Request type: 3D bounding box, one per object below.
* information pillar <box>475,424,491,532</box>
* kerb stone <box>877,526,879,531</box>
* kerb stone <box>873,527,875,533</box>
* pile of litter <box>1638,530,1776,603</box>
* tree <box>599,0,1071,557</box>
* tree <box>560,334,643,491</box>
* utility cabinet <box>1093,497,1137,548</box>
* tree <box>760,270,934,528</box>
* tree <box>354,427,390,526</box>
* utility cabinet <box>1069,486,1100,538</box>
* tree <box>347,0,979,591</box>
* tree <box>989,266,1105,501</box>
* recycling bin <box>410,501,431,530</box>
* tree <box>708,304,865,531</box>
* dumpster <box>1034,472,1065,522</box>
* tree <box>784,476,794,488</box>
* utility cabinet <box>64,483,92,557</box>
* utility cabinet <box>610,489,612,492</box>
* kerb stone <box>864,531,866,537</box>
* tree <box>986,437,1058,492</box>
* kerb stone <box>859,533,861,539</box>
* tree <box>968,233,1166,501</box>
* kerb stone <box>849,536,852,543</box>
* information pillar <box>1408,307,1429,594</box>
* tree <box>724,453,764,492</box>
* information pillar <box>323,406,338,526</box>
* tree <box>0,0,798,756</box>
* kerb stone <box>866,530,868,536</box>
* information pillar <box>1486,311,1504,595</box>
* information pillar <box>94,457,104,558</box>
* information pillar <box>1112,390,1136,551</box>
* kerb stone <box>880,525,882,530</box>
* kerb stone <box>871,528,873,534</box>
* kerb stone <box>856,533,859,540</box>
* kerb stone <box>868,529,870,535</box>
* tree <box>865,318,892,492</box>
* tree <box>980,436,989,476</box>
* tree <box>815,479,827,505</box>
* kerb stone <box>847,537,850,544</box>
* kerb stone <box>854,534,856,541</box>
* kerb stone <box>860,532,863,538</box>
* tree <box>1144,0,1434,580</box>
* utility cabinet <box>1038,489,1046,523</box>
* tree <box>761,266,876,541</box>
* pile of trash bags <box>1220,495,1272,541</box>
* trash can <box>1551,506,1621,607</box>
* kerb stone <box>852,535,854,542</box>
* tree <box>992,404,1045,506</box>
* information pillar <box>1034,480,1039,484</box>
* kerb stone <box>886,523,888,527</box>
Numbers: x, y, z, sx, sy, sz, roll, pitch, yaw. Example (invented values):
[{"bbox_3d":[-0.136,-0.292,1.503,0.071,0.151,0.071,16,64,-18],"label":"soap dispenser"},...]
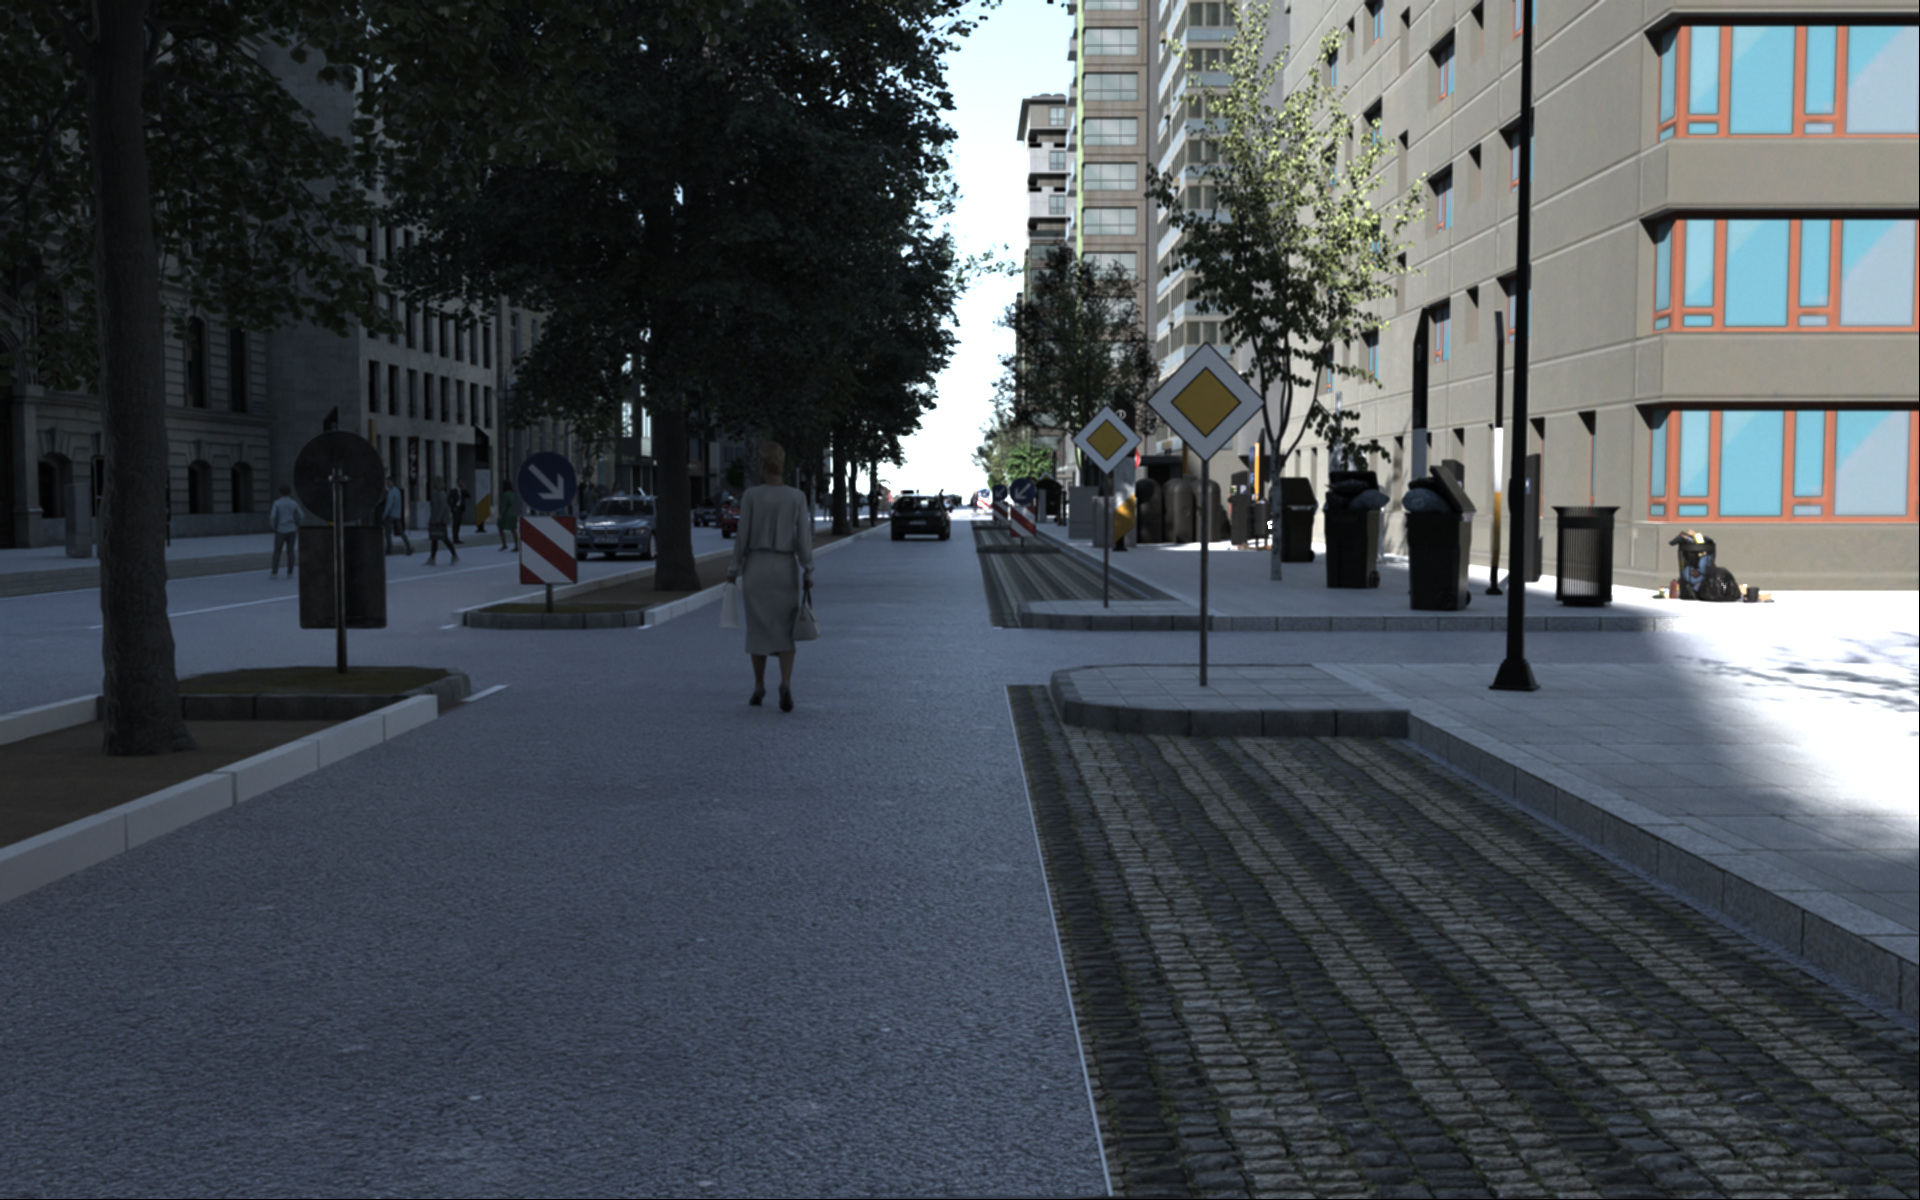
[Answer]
[{"bbox_3d":[-15.939,-4.064,57.796,0.504,3.616,0.183,0,4,8],"label":"information pillar"},{"bbox_3d":[-3.248,-2.647,65.467,0.120,0.150,1.000,0,4,0],"label":"kerb stone"},{"bbox_3d":[-3.255,-2.459,62.401,0.120,0.150,1.000,0,4,0],"label":"kerb stone"},{"bbox_3d":[9.093,-0.435,21.082,1.176,0.858,1.719,-1,4,-14],"label":"pile of litter"},{"bbox_3d":[-3.445,-10.959,37.533,12.611,20.169,13.585,0,3,0],"label":"tree"},{"bbox_3d":[-16.125,-7.670,75.772,4.737,8.622,4.395,0,3,0],"label":"tree"},{"bbox_3d":[3.700,-1.851,41.426,1.020,1.237,0.306,-1,4,-10],"label":"utility cabinet"},{"bbox_3d":[-4.605,-8.901,73.749,9.928,11.665,9.643,0,3,0],"label":"tree"},{"bbox_3d":[-17.363,-3.400,50.188,1.663,3.219,1.824,0,3,0],"label":"tree"},{"bbox_3d":[3.705,-2.490,49.391,1.173,1.500,0.318,1,4,13],"label":"utility cabinet"},{"bbox_3d":[-4.189,-7.098,25.161,9.857,13.997,8.962,0,3,0],"label":"tree"},{"bbox_3d":[3.893,-6.426,55.434,4.737,8.622,4.395,0,3,0],"label":"tree"},{"bbox_3d":[-19.136,-3.008,61.734,0.722,1.027,0.722,-3,4,-38],"label":"recycling bin"},{"bbox_3d":[-4.757,-5.727,46.458,4.360,8.622,3.978,0,3,0],"label":"tree"},{"bbox_3d":[3.952,-4.641,78.372,1.502,2.255,1.985,0,4,0],"label":"dumpster"},{"bbox_3d":[-16.228,-10.030,158.593,1.663,3.219,1.824,0,3,0],"label":"tree"},{"bbox_3d":[-17.894,-1.616,35.106,0.318,1.500,1.173,-3,4,-36],"label":"utility cabinet"},{"bbox_3d":[-16.084,-4.361,79.982,0.318,1.500,1.173,-1,4,-22],"label":"utility cabinet"},{"bbox_3d":[-3.265,-2.136,57.272,0.120,0.150,1.000,0,4,0],"label":"kerb stone"},{"bbox_3d":[3.974,-7.007,98.284,4.285,4.588,4.351,0,3,0],"label":"tree"},{"bbox_3d":[-3.276,-1.954,54.206,0.120,0.150,1.000,0,4,0],"label":"kerb stone"},{"bbox_3d":[4.272,-7.829,62.420,7.601,10.594,8.767,0,4,6],"label":"tree"},{"bbox_3d":[-3.293,-1.705,50.096,0.120,0.150,1.000,0,4,0],"label":"kerb stone"},{"bbox_3d":[5.838,-1.875,22.009,0.183,3.616,0.504,0,4,2],"label":"information pillar"},{"bbox_3d":[-16.766,-9.260,135.118,4.285,4.588,4.351,0,3,0],"label":"tree"},{"bbox_3d":[-16.644,-3.337,45.916,0.183,3.616,0.504,1,4,20],"label":"information pillar"},{"bbox_3d":[-4.420,-5.396,8.803,7.486,12.596,7.792,0,3,0],"label":"tree"},{"bbox_3d":[-3.266,-2.208,58.303,0.120,0.150,1.000,0,4,0],"label":"kerb stone"},{"bbox_3d":[6.820,-1.874,21.992,0.183,3.616,0.504,1,4,13],"label":"information pillar"},{"bbox_3d":[-17.128,-1.851,34.760,0.304,2.012,0.304,0,4,5],"label":"information pillar"},{"bbox_3d":[3.680,-2.905,38.856,0.504,3.616,0.183,0,4,3],"label":"information pillar"},{"bbox_3d":[-3.232,-2.771,67.518,0.120,0.150,1.000,0,4,0],"label":"kerb stone"},{"bbox_3d":[-3.252,-2.388,61.379,0.120,0.150,1.000,0,4,0],"label":"kerb stone"},{"bbox_3d":[-3.278,-1.894,53.178,0.120,0.150,1.000,0,4,0],"label":"kerb stone"},{"bbox_3d":[-3.270,-2.271,59.332,0.120,0.150,1.000,0,4,0],"label":"kerb stone"},{"bbox_3d":[-4.226,-6.960,66.610,4.360,8.622,3.978,0,3,0],"label":"tree"},{"bbox_3d":[4.210,-13.059,163.871,4.737,8.622,4.395,0,3,0],"label":"tree"},{"bbox_3d":[-16.211,-12.873,205.080,1.663,3.219,1.824,0,3,0],"label":"tree"},{"bbox_3d":[-3.290,-1.644,49.068,0.120,0.150,1.000,0,4,0],"label":"kerb stone"},{"bbox_3d":[-3.288,-1.832,52.148,0.120,0.150,1.000,0,4,0],"label":"kerb stone"},{"bbox_3d":[-3.267,-2.020,55.228,0.120,0.150,1.000,0,4,0],"label":"kerb stone"},{"bbox_3d":[4.712,-4.590,25.412,4.737,8.622,4.395,0,3,0],"label":"tree"},{"bbox_3d":[3.635,-4.152,76.570,0.318,1.500,1.173,0,4,0],"label":"utility cabinet"},{"bbox_3d":[-4.470,-6.068,52.032,4.737,8.622,4.395,0,3,0],"label":"tree"},{"bbox_3d":[7.885,-2.418,49.287,1.912,1.369,3.447,0,4,5],"label":"pile of trash bags"},{"bbox_3d":[7.154,-0.500,19.834,0.748,1.137,0.748,0,3,0],"label":"trash can"},{"bbox_3d":[-3.285,-1.766,51.126,0.120,0.150,1.000,0,4,0],"label":"kerb stone"},{"bbox_3d":[4.288,-11.087,131.632,4.360,8.622,3.978,0,3,0],"label":"tree"},{"bbox_3d":[3.925,-5.097,87.836,0.304,2.012,0.304,1,4,18],"label":"information pillar"},{"bbox_3d":[-3.221,-3.085,72.643,0.120,0.150,1.000,0,4,0],"label":"kerb stone"}]
